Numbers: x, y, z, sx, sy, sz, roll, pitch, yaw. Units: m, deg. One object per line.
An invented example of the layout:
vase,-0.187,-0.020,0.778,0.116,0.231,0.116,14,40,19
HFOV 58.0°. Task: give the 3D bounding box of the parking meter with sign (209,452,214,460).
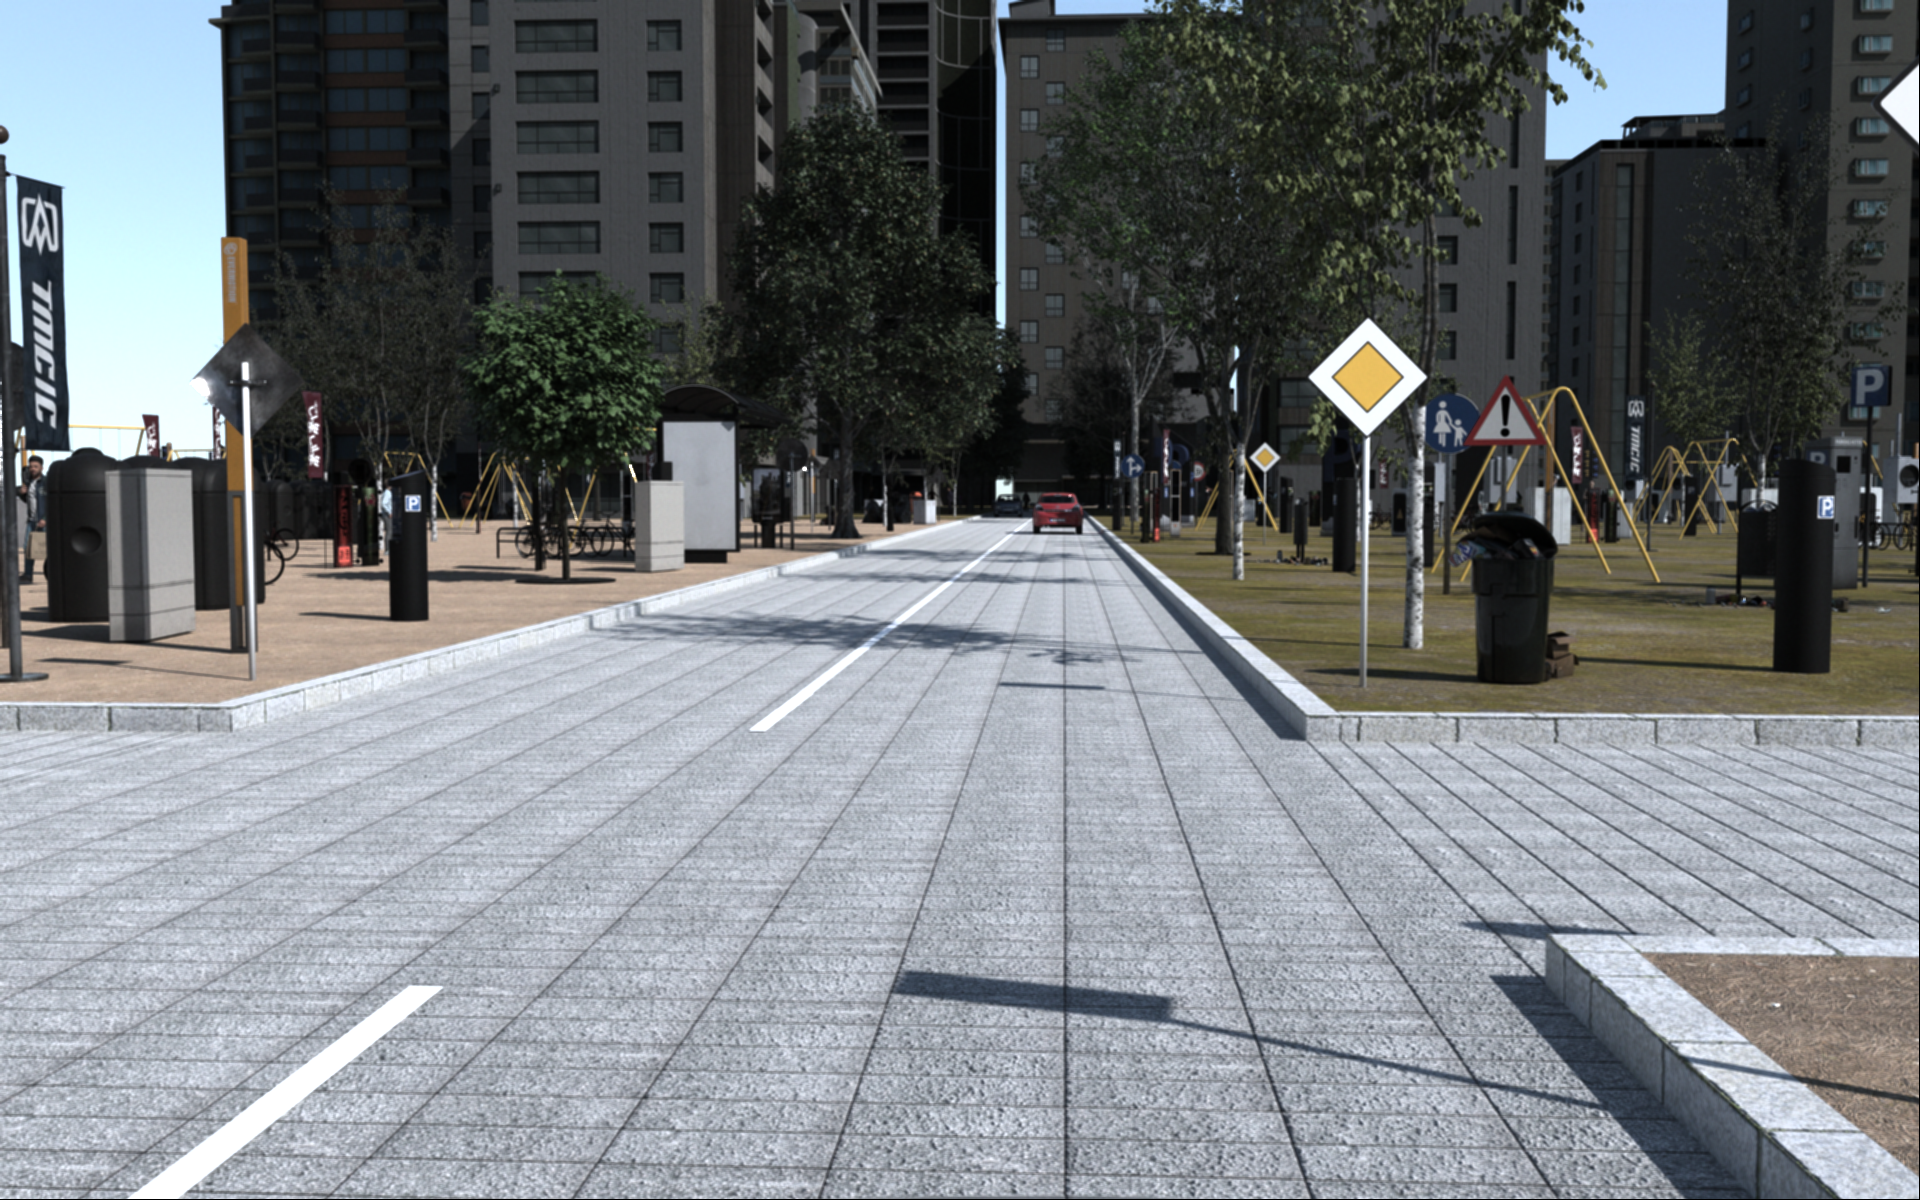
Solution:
parking meter with sign,-29.946,-4.597,71.427,1.738,3.016,0.543,0,4,-3

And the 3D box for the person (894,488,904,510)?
person,-5.029,-7.966,136.990,1.217,1.736,0.721,0,4,6

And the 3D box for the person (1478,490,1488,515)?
person,18.541,-3.309,61.143,0.512,1.701,0.522,0,4,0

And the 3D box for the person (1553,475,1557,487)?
person,17.671,-2.811,51.868,0.638,1.841,0.748,-3,4,-37

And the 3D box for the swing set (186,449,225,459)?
swing set,-26.646,-3.856,60.671,3.119,2.851,2.862,2,4,28

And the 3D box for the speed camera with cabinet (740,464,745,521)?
speed camera with cabinet,-10.993,-5.433,83.169,0.660,3.252,2.038,-2,4,-30

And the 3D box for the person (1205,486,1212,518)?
person,13.602,-5.358,94.456,0.445,1.727,0.742,-2,4,-31

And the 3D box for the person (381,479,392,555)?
person,-11.990,-1.743,36.356,0.330,1.601,0.589,0,4,-4

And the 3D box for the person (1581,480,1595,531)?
person,21.708,-3.261,59.708,0.599,1.781,0.374,0,4,-6

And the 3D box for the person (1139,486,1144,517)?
person,10.335,-5.561,96.948,0.705,1.826,1.348,-3,4,-37

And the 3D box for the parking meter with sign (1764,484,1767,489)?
parking meter with sign,37.978,-5.192,81.153,1.738,3.016,0.543,0,4,-1

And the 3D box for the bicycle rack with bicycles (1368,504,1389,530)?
bicycle rack with bicycles,15.885,-3.047,63.205,2.925,0.926,2.852,0,4,-2

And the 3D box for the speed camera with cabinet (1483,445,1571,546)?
speed camera with cabinet,14.174,-2.993,43.267,2.038,3.252,0.660,0,4,-1

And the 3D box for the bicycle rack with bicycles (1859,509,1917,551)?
bicycle rack with bicycles,20.732,-1.633,40.074,2.852,0.926,2.925,0,4,3

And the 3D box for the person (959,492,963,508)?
person,0.094,-9.035,156.996,0.599,1.433,0.991,1,4,21

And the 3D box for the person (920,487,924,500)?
person,-2.947,-7.692,131.668,0.709,1.838,0.599,3,5,40

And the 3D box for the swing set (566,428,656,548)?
swing set,-7.249,-2.680,41.445,2.862,2.851,3.119,2,4,30

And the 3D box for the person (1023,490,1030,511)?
person,5.518,-8.235,143.688,0.434,1.755,0.990,-2,4,-35

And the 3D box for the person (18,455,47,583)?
person,-12.979,-1.127,24.460,0.794,1.824,0.713,3,4,39

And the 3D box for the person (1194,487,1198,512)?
person,16.848,-7.259,124.599,0.709,1.838,0.599,3,5,44

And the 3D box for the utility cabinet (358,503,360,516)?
utility cabinet,-23.955,-3.585,69.773,1.020,1.237,0.306,3,5,44

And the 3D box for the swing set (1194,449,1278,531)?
swing set,9.947,-3.943,62.096,2.862,2.851,3.119,1,4,11

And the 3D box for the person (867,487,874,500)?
person,-5.859,-6.510,112.998,0.721,1.766,1.217,1,4,14

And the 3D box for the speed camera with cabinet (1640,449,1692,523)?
speed camera with cabinet,31.052,-4.993,75.975,0.660,3.252,2.038,-2,4,-31

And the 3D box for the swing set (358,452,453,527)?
swing set,-21.123,-4.132,65.180,2.862,2.851,3.119,0,4,8

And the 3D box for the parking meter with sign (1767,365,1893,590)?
parking meter with sign,11.729,-1.656,23.341,1.738,3.016,0.543,-2,4,-29

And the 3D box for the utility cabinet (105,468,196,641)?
utility cabinet,-7.196,-0.411,15.403,0.318,1.500,1.173,0,4,-4

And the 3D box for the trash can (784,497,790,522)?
trash can,-7.974,-4.151,79.516,0.748,1.137,0.748,0,3,0

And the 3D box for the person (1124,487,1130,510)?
person,13.419,-8.233,140.276,1.348,1.869,0.705,-2,4,-24

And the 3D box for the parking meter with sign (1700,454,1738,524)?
parking meter with sign,33.113,-4.862,75.750,1.738,3.016,0.543,3,5,41

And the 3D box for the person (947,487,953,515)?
person,-0.627,-6.056,105.972,0.530,1.710,0.541,3,4,37

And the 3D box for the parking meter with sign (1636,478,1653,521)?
parking meter with sign,32.658,-5.276,82.516,0.543,3.016,1.738,0,4,-4

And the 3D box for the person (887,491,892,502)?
person,-4.613,-6.424,111.600,0.721,1.766,1.217,-1,4,-18

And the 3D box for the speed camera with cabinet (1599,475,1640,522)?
speed camera with cabinet,30.326,-5.208,79.481,0.660,3.252,2.038,-2,4,-32

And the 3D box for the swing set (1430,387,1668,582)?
swing set,8.953,-1.786,26.821,2.862,2.851,3.119,0,4,7

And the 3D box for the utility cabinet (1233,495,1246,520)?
utility cabinet,13.708,-4.561,85.727,0.306,1.237,1.020,-2,4,-32

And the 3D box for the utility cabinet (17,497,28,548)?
utility cabinet,-22.231,-1.856,41.515,1.020,1.237,0.306,0,4,-4

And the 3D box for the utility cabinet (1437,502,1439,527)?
utility cabinet,18.262,-3.391,66.598,0.306,1.237,1.020,3,4,37

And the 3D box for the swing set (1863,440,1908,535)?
swing set,26.255,-3.299,51.564,2.862,2.851,3.119,1,4,10

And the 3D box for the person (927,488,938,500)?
person,-2.245,-8.290,141.551,1.348,1.831,0.705,-3,5,-41

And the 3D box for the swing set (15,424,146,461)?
swing set,-19.897,-2.547,39.270,2.862,2.851,3.119,2,4,34

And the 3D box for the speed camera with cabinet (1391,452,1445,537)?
speed camera with cabinet,13.760,-3.520,51.890,0.660,3.252,2.038,-1,4,-21

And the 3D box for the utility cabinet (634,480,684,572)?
utility cabinet,-4.991,-1.227,28.735,0.318,1.500,1.173,1,4,18

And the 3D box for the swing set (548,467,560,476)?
swing set,-18.626,-4.716,74.730,2.862,2.851,3.119,2,4,34

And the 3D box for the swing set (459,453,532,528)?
swing set,-17.656,-4.230,66.786,2.862,2.851,3.119,0,4,-7

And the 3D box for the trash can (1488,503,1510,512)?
trash can,15.820,-2.397,50.837,0.748,1.137,0.748,0,3,0

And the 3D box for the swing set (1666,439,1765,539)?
swing set,21.802,-3.212,50.138,2.862,2.851,3.119,0,4,2

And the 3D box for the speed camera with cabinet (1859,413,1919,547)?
speed camera with cabinet,22.385,-2.931,42.264,2.038,3.252,0.660,-1,4,-11
